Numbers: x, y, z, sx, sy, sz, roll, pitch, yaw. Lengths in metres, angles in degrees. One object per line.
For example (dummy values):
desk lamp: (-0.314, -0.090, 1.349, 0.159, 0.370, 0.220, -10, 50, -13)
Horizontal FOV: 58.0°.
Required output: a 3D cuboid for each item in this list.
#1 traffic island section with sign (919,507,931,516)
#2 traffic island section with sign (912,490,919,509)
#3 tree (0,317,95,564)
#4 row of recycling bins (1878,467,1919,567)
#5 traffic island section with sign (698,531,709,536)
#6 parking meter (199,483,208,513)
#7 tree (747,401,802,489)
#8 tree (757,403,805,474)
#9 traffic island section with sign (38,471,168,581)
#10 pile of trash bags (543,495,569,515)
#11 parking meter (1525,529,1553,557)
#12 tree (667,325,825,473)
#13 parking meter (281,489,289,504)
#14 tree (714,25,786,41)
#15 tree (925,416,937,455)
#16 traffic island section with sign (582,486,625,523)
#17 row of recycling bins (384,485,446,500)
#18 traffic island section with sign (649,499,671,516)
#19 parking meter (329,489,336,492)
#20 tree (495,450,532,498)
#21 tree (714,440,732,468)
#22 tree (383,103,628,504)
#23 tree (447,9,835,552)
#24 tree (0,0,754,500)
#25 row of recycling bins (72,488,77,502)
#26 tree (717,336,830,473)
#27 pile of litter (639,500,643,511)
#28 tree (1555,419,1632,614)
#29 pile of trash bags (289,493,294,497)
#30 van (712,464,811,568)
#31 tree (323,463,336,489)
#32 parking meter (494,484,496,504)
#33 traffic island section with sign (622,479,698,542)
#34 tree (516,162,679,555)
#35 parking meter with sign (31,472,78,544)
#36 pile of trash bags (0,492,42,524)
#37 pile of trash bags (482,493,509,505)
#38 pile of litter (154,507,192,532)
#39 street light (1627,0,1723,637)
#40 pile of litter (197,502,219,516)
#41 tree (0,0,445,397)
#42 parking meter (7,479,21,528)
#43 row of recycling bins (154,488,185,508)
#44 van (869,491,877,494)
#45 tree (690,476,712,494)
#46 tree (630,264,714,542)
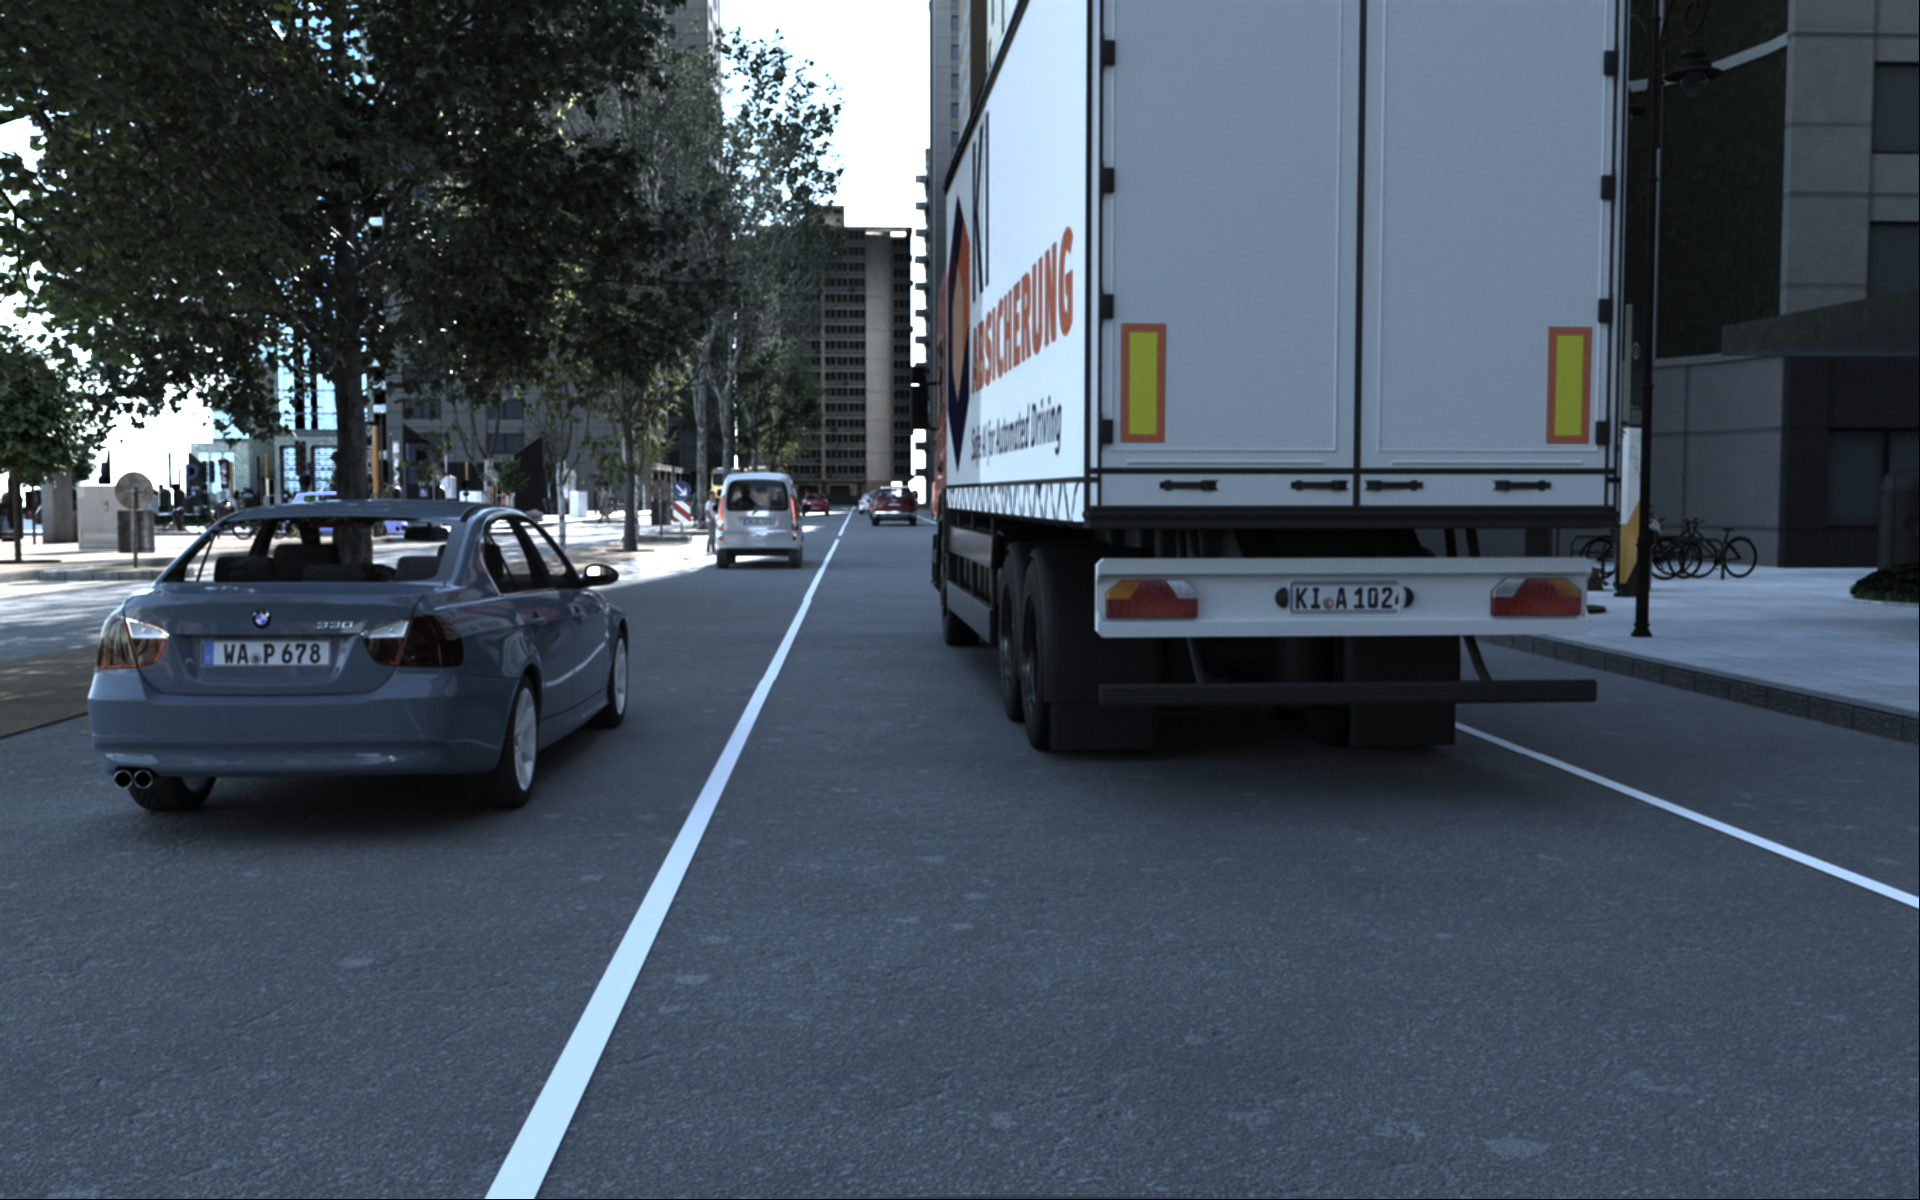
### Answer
traffic island section with sign: (-1.497, -6.430, 113.762, 1.989, 1.847, 2.006, 0, 4, -3)
traffic island section with sign: (-4.371, -9.467, 163.405, 1.989, 1.847, 2.006, 0, 4, -3)
tree: (-17.548, -2.973, 32.317, 4.285, 4.588, 4.351, 0, 3, 0)
row of recycling bins: (15.305, -1.221, 27.083, 1.069, 1.692, 3.534, 3, 5, 43)
traffic island section with sign: (-9.627, -3.192, 60.320, 2.006, 1.907, 1.989, 0, 4, -3)
parking meter: (-41.635, -5.483, 95.358, 0.399, 1.863, 0.255, -3, 5, -42)
tree: (-13.253, -10.452, 123.704, 4.737, 8.622, 4.395, 0, 3, 0)
tree: (-12.604, -10.151, 118.781, 4.360, 8.622, 3.978, 0, 3, 0)
traffic island section with sign: (-14.241, -1.275, 29.478, 1.989, 1.847, 2.006, 0, 4, -3)
pile of trash bags: (-24.578, -5.875, 105.814, 1.912, 1.369, 3.447, 1, 4, 21)
parking meter: (8.886, -1.273, 26.523, 0.399, 1.863, 0.255, 2, 4, 35)
tree: (-11.150, -9.351, 89.766, 8.767, 10.594, 7.601, 0, 4, -3)
parking meter: (-33.640, -4.768, 86.372, 0.372, 1.533, 0.369, 0, 3, 0)
tree: (-11.087, -12.713, 66.203, 12.611, 20.169, 13.585, 0, 3, 0)
tree: (-0.715, -11.664, 141.076, 4.737, 8.622, 4.395, 0, 3, 0)
traffic island section with sign: (-17.455, -4.686, 85.245, 1.989, 1.847, 2.006, 0, 4, -3)
row of recycling bins: (-24.007, -4.230, 76.280, 3.534, 1.692, 1.069, 2, 4, 30)
traffic island section with sign: (-19.023, -6.333, 112.175, 1.989, 1.847, 2.006, 0, 4, -3)
parking meter: (-30.538, -4.646, 84.371, 0.372, 1.533, 0.369, 0, 3, 0)
tree: (-19.842, -5.031, 76.857, 1.663, 3.219, 1.824, 0, 3, 0)
tree: (-26.472, -14.465, 186.868, 4.360, 8.622, 3.978, 0, 3, 0)
tree: (-7.974, -4.666, 29.114, 4.360, 8.622, 3.978, 0, 3, 0)
tree: (-8.174, -7.936, 42.584, 12.009, 13.543, 11.850, 0, 3, 0)
tree: (-7.510, -6.220, 21.163, 9.611, 12.733, 9.660, 0, 3, 0)
row of recycling bins: (-54.085, -6.161, 107.840, 3.534, 1.692, 1.069, 0, 4, 1)
tree: (-12.107, -11.209, 111.476, 9.928, 11.665, 9.643, 0, 3, 0)
pile of litter: (-24.371, -7.111, 130.226, 1.176, 0.858, 1.719, -1, 4, -13)
tree: (6.677, -1.493, 19.008, 1.663, 3.219, 1.824, 0, 3, 0)
pile of trash bags: (-46.991, -6.787, 120.715, 1.912, 1.369, 3.447, -2, 4, -31)
van: (-4.009, -1.705, 34.886, 2.013, 2.044, 4.112, 0, 4, -5)
tree: (-32.835, -5.921, 91.404, 1.663, 3.219, 1.824, 0, 3, 0)
parking meter: (-26.178, -5.624, 97.657, 0.255, 1.863, 0.399, 3, 5, 39)
traffic island section with sign: (-9.210, -2.739, 52.925, 2.006, 1.907, 1.989, 0, 4, -3)
tree: (-7.928, -4.982, 34.276, 4.737, 8.622, 4.395, 0, 3, 0)
parking meter with sign: (-23.570, -2.995, 45.236, 0.543, 3.016, 1.738, 1, 4, 16)
pile of trash bags: (-38.736, -3.894, 73.415, 3.447, 1.369, 1.912, -3, 5, -40)
pile of trash bags: (-27.651, -5.613, 101.520, 1.912, 1.369, 3.447, 2, 4, 30)
pile of litter: (-27.079, -2.785, 59.492, 1.176, 0.858, 1.719, -2, 4, -32)
street light: (6.146, -2.609, 15.440, 0.468, 5.910, 1.993, 0, 4, -3)
pile of litter: (-31.688, -3.611, 73.004, 1.719, 0.858, 1.176, 2, 4, 33)
tree: (-7.122, -5.584, 11.890, 7.486, 12.596, 7.792, 0, 3, 0)
parking meter: (-35.335, -3.609, 64.725, 0.255, 1.863, 0.399, 2, 4, 31)
row of recycling bins: (-55.762, -7.069, 122.693, 3.534, 1.692, 1.069, -3, 5, -40)
van: (-10.269, -12.365, 209.184, 2.013, 2.044, 4.112, 0, 4, -2)
tree: (-24.466, -10.214, 161.606, 1.663, 3.219, 1.824, 0, 3, 0)
tree: (-9.541, -6.001, 50.937, 4.360, 8.622, 3.978, 0, 3, 0)
